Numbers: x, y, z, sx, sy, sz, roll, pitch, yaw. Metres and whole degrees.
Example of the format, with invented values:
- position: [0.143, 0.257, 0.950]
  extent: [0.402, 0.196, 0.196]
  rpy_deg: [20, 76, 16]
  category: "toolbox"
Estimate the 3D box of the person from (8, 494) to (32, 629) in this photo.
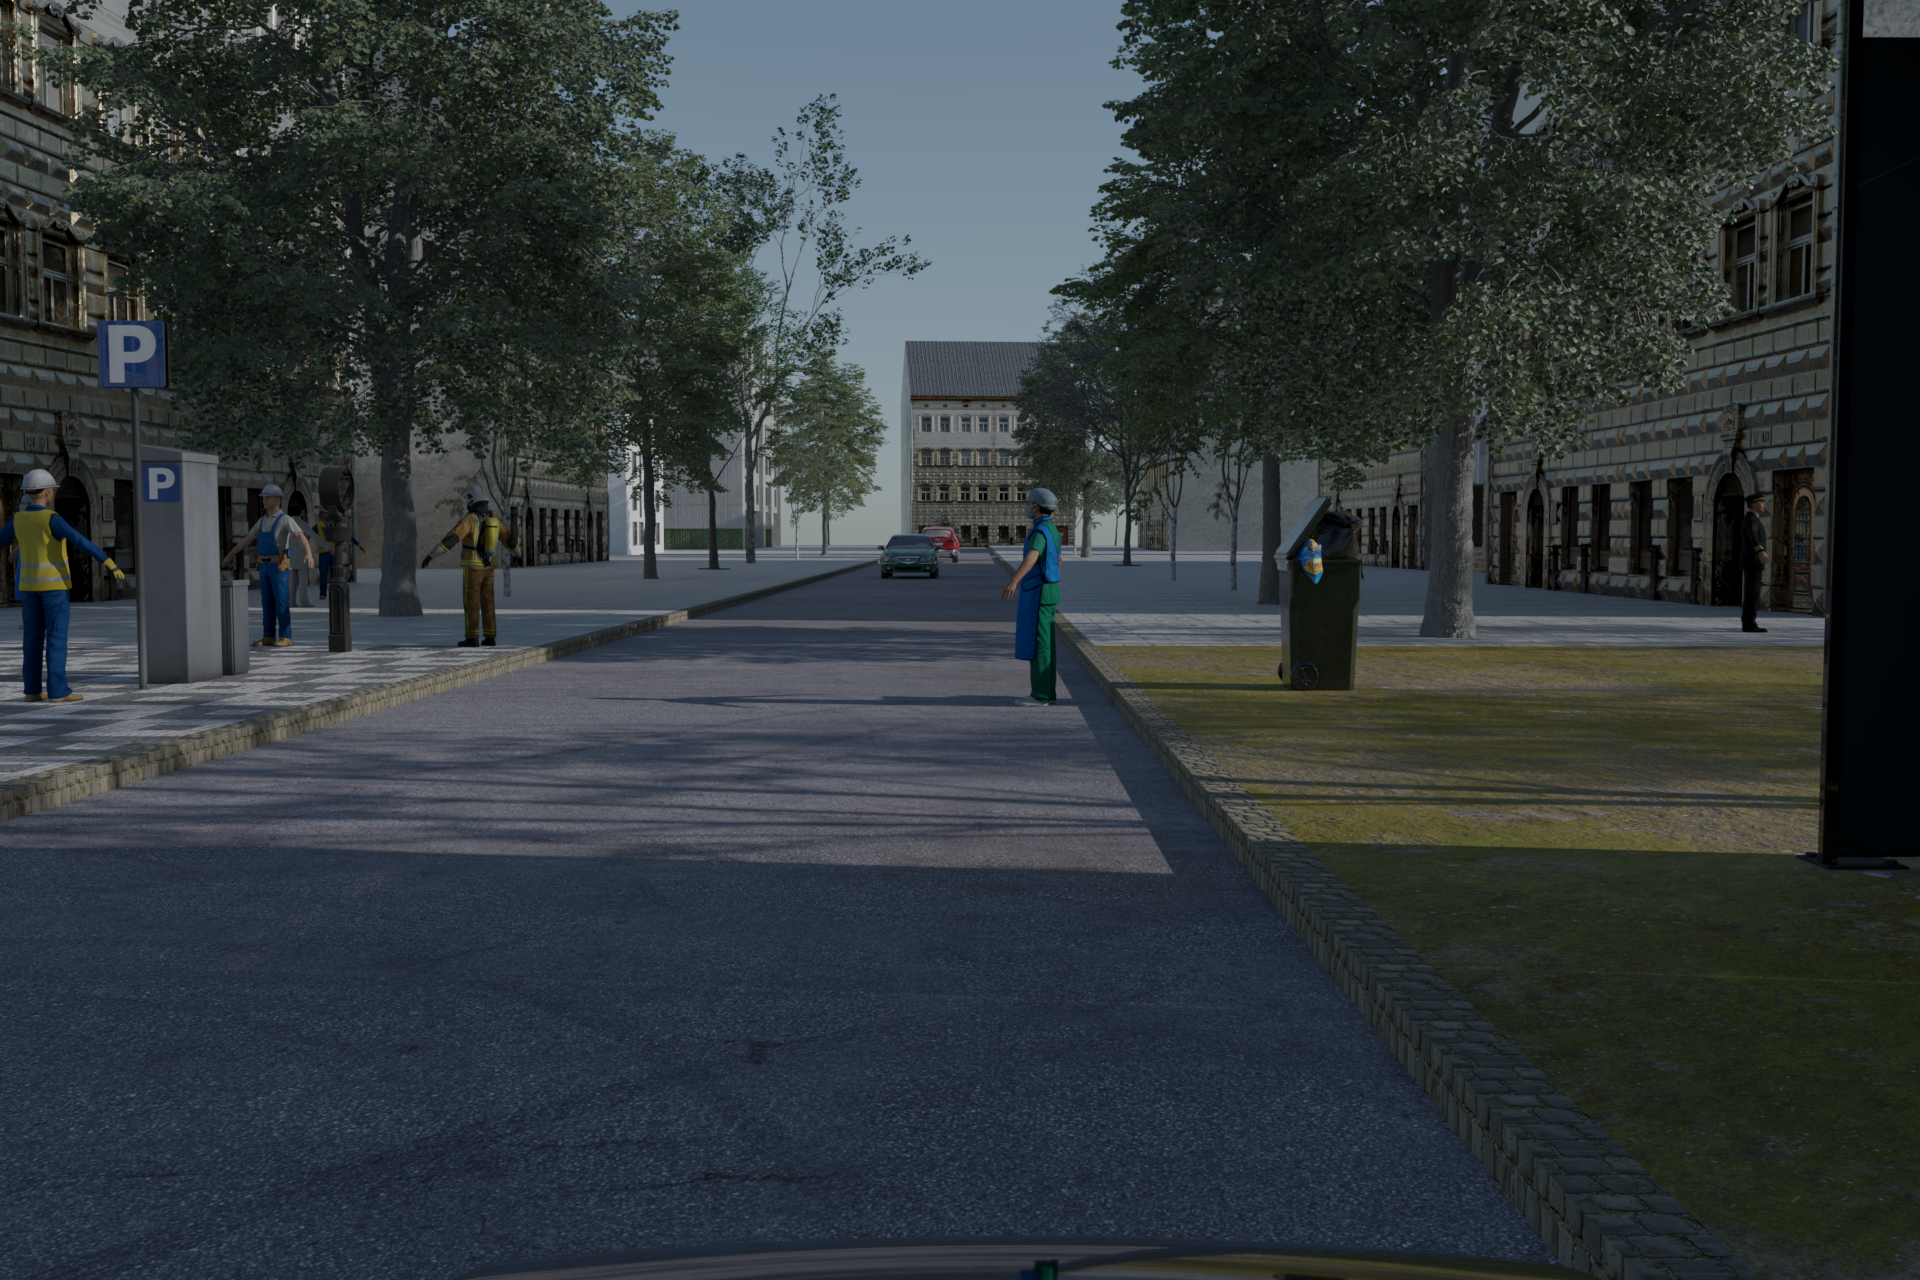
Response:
- position: [-12.452, -1.044, 23.199]
  extent: [0.704, 1.817, 1.347]
  rpy_deg: [-3, 5, -41]
  category: "person"

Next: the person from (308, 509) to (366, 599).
- position: [-12.404, -1.717, 34.047]
  extent: [1.349, 1.833, 0.705]
  rpy_deg: [-2, 4, -28]
  category: "person"

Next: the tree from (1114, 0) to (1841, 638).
- position: [6.098, -7.016, 21.367]
  extent: [9.857, 13.997, 8.962]
  rpy_deg: [0, 3, 0]
  category: "tree"

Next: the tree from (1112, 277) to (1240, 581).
- position: [5.938, -5.963, 47.855]
  extent: [4.737, 8.622, 4.395]
  rpy_deg: [0, 3, 0]
  category: "tree"

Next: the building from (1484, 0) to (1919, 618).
- position: [22.587, -12.451, 34.495]
  extent: [19.493, 23.208, 18.063]
  rpy_deg: [0, 4, 1]
  category: "building"

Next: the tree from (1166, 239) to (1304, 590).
- position: [6.063, -5.447, 39.422]
  extent: [4.360, 8.622, 3.978]
  rpy_deg: [0, 3, 0]
  category: "tree"

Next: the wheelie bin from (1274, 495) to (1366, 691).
- position: [2.999, -0.399, 14.426]
  extent: [0.693, 1.594, 0.980]
  rpy_deg: [0, 4, 1]
  category: "wheelie bin"

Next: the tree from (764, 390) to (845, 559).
- position: [-8.588, -8.455, 88.606]
  extent: [4.360, 8.622, 3.978]
  rpy_deg: [0, 3, 0]
  category: "tree"

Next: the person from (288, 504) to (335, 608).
- position: [-11.570, -1.476, 30.319]
  extent: [1.347, 1.806, 0.705]
  rpy_deg: [1, 4, 16]
  category: "person"

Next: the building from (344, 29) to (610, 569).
- position: [-25.971, -14.768, 72.388]
  extent: [19.493, 23.208, 18.063]
  rpy_deg: [0, 4, 1]
  category: "building"

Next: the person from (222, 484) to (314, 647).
- position: [-7.863, -0.853, 19.804]
  extent: [1.347, 1.847, 0.705]
  rpy_deg: [2, 4, 24]
  category: "person"

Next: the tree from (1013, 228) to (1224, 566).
- position: [6.833, -9.710, 69.135]
  extent: [12.009, 13.543, 11.850]
  rpy_deg: [0, 3, 0]
  category: "tree"

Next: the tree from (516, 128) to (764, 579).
- position: [-9.101, -8.004, 48.985]
  extent: [7.486, 12.596, 7.792]
  rpy_deg: [0, 3, 0]
  category: "tree"

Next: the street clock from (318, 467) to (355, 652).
- position: [-6.751, -0.871, 18.810]
  extent: [0.358, 2.002, 0.471]
  rpy_deg: [0, 4, 1]
  category: "street clock"

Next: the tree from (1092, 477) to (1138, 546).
- position: [17.649, -15.779, 192.395]
  extent: [7.601, 10.594, 8.767]
  rpy_deg: [0, 4, 3]
  category: "tree"

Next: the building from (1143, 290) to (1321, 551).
- position: [24.632, -18.660, 136.022]
  extent: [19.493, 23.208, 18.063]
  rpy_deg: [0, 4, 1]
  category: "building"

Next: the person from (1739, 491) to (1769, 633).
- position: [10.398, -1.022, 22.642]
  extent: [0.705, 1.837, 1.347]
  rpy_deg: [1, 4, 21]
  category: "person"

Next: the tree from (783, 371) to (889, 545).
- position: [-14.088, -20.877, 197.224]
  extent: [12.611, 20.169, 13.585]
  rpy_deg: [0, 3, 0]
  category: "tree"

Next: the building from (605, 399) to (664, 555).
- position: [-25.214, -10.964, 121.403]
  extent: [9.099, 9.664, 28.070]
  rpy_deg: [0, 4, 0]
  category: "building"

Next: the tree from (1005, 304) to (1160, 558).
- position: [6.802, -11.445, 93.775]
  extent: [9.857, 13.997, 8.962]
  rpy_deg: [0, 3, 0]
  category: "tree"

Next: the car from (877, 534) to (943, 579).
- position: [-1.630, -2.777, 57.199]
  extent: [2.131, 1.459, 4.920]
  rpy_deg: [0, 4, 0]
  category: "car"

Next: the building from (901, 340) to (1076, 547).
- position: [2.821, -22.203, 196.399]
  extent: [18.063, 23.208, 19.493]
  rpy_deg: [0, 4, -5]
  category: "building"

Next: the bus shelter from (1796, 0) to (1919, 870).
- position: [3.842, -0.752, 3.585]
  extent: [1.731, 3.624, 6.357]
  rpy_deg: [0, 4, -1]
  category: "bus shelter"

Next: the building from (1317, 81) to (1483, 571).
- position: [25.511, -14.574, 69.216]
  extent: [19.493, 23.208, 18.063]
  rpy_deg: [0, 4, 0]
  category: "building"

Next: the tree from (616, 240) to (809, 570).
- position: [-9.043, -8.352, 62.309]
  extent: [9.928, 11.665, 9.643]
  rpy_deg: [0, 3, 0]
  category: "tree"

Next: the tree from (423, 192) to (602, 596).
- position: [-9.356, -5.191, 35.228]
  extent: [4.360, 8.622, 3.978]
  rpy_deg: [0, 3, 0]
  category: "tree"

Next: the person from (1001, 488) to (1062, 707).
- position: [0.645, -0.361, 14.486]
  extent: [0.704, 1.817, 1.347]
  rpy_deg: [1, 4, 18]
  category: "person"

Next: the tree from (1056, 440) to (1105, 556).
- position: [6.852, -9.331, 102.927]
  extent: [4.737, 8.622, 4.395]
  rpy_deg: [0, 3, 0]
  category: "tree"

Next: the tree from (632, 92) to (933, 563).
- position: [-8.055, -13.362, 74.363]
  extent: [12.611, 20.169, 13.585]
  rpy_deg: [0, 3, 0]
  category: "tree"

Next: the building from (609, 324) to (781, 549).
- position: [-26.682, -18.021, 161.107]
  extent: [16.747, 18.905, 31.486]
  rpy_deg: [0, 3, 0]
  category: "building"

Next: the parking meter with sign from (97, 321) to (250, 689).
- position: [-6.759, -1.150, 15.066]
  extent: [0.543, 3.016, 1.738]
  rpy_deg: [0, 3, 0]
  category: "parking meter with sign"

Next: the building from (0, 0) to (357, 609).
- position: [-25.413, -12.570, 36.455]
  extent: [19.493, 23.208, 18.063]
  rpy_deg: [0, 4, 1]
  category: "building"

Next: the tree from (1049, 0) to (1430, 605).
- position: [5.476, -6.950, 31.753]
  extent: [7.486, 12.596, 7.792]
  rpy_deg: [0, 3, 0]
  category: "tree"

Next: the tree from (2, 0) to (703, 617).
- position: [-8.875, -7.341, 26.687]
  extent: [9.857, 13.997, 8.962]
  rpy_deg: [0, 3, 0]
  category: "tree"

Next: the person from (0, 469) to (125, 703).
- position: [-6.974, -0.418, 13.296]
  extent: [1.216, 1.772, 0.721]
  rpy_deg: [1, 4, 12]
  category: "person"

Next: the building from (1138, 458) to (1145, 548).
- position: [26.069, -19.798, 154.633]
  extent: [19.493, 23.208, 18.063]
  rpy_deg: [0, 4, 1]
  category: "building"

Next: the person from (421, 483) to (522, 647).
- position: [-5.499, -0.854, 19.727]
  extent: [0.705, 1.858, 1.354]
  rpy_deg: [3, 4, 38]
  category: "person"

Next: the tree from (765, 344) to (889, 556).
- position: [-8.019, -11.338, 103.496]
  extent: [7.486, 12.596, 7.792]
  rpy_deg: [0, 3, 0]
  category: "tree"

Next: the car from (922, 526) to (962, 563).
- position: [-1.063, -4.835, 87.720]
  extent: [2.281, 1.827, 5.304]
  rpy_deg: [0, 4, 1]
  category: "car"

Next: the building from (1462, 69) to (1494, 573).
- position: [21.908, -12.300, 57.523]
  extent: [16.016, 20.090, 11.380]
  rpy_deg: [0, 4, 0]
  category: "building"
